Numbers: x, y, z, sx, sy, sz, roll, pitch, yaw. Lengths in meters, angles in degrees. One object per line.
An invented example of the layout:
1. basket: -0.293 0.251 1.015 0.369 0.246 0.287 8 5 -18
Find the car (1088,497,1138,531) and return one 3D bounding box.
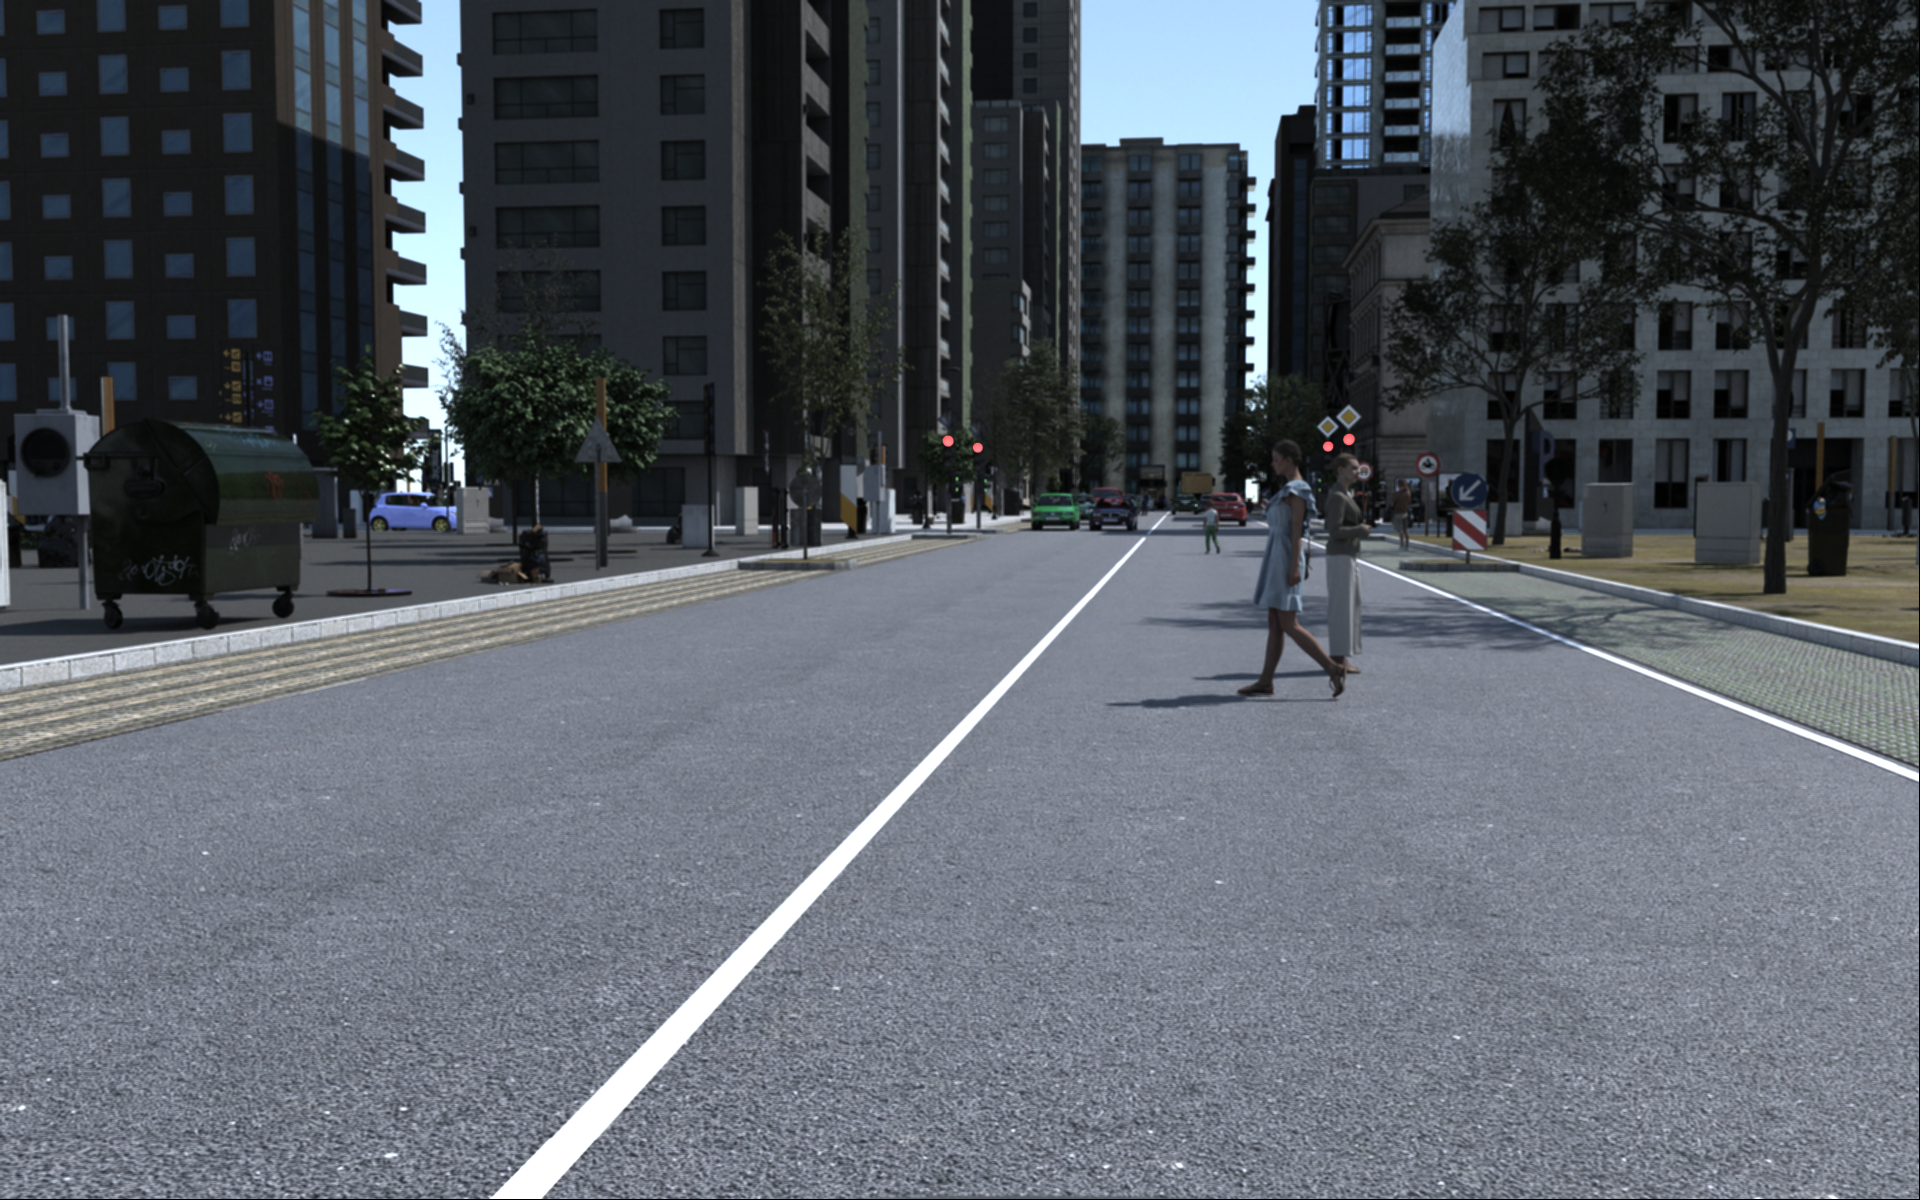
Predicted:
1. car: 6.111 -3.434 68.721 1.945 1.354 3.894 1 4 9

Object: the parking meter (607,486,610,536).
1. parking meter: -10.922 -2.732 53.077 0.372 1.533 0.369 0 3 0

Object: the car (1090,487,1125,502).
1. car: 8.063 -5.365 96.395 2.281 1.827 5.304 0 4 8

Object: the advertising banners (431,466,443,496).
1. advertising banners: -32.638 -6.814 107.591 2.074 3.025 0.090 3 5 43

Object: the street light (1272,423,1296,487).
1. street light: 21.330 -8.596 113.089 1.470 5.913 1.316 0 4 7

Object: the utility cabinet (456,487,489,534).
1. utility cabinet: -15.545 -2.851 55.286 0.318 1.500 1.173 2 4 27

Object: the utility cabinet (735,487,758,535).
1. utility cabinet: -6.633 -2.761 53.821 0.318 1.500 1.173 1 4 14

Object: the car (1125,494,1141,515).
1. car: 11.722 -6.735 121.913 2.131 1.459 4.920 0 4 8

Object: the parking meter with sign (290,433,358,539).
1. parking meter with sign: -18.326 -3.283 49.944 1.738 3.016 0.543 -1 4 -10

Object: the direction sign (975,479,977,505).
1. direction sign: 1.283 -8.937 138.114 0.379 3.537 0.876 0 4 6

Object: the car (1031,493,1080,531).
1. car: 3.855 -3.709 69.438 1.959 1.807 4.718 0 4 7

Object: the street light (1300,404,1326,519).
1. street light: 18.164 -7.121 88.963 1.470 5.913 1.316 0 4 7

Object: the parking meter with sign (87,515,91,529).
1. parking meter with sign: -23.529 -3.191 48.440 1.738 3.016 0.543 -3 5 -43

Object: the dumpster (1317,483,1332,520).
1. dumpster: 18.649 -4.978 87.145 1.264 1.857 1.865 0 4 7

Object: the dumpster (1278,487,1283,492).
1. dumpster: 23.546 -7.278 124.756 1.264 1.857 1.865 0 4 7

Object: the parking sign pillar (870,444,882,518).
1. parking sign pillar: -4.823 -6.485 94.506 1.447 3.967 1.447 1 4 17

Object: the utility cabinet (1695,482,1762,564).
1. utility cabinet: 14.109 -1.414 31.802 0.318 1.500 1.173 -2 4 -27

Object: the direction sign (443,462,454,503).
1. direction sign: -36.250 -8.004 122.855 0.876 3.537 0.379 1 4 23

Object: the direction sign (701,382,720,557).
1. direction sign: -5.144 -2.668 35.616 0.379 3.537 0.876 -1 4 -20

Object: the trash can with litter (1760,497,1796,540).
1. trash can with litter: 22.460 -2.311 48.849 2.233 1.210 1.678 1 4 18

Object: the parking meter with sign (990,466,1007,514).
1. parking meter with sign: 2.636 -6.939 109.712 0.543 3.016 1.738 2 4 35

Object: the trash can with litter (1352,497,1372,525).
1. trash can with litter: 16.530 -3.648 71.030 1.055 1.170 0.624 2 4 31

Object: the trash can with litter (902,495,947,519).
1. trash can with litter: -1.808 -4.838 90.151 2.233 1.210 1.678 1 4 11

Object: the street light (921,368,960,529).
1. street light: -0.705 -5.586 63.868 1.470 5.913 1.316 0 4 7

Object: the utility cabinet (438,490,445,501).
1. utility cabinet: -25.249 -4.625 84.290 0.318 1.500 1.173 -1 4 -17

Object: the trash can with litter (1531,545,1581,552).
1. trash can with litter: 13.789 -1.674 38.426 2.233 1.210 1.678 1 4 9

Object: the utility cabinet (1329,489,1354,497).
1. utility cabinet: 17.994 -4.469 81.745 1.173 1.500 0.318 3 5 41

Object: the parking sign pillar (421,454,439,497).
1. parking sign pillar: -35.053 -7.734 114.928 1.447 3.967 1.447 1 4 18

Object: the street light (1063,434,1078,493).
1. street light: 8.510 -9.849 133.565 1.470 5.913 1.316 0 4 7

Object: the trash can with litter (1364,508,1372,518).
1. trash can with litter: 21.445 -4.999 92.787 1.678 1.210 2.233 -3 5 -39

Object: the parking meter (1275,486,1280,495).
1. parking meter: 24.427 -7.805 133.321 0.399 1.863 0.255 -3 5 -40

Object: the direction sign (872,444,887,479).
1. direction sign: -3.773 -5.535 82.495 0.379 3.537 0.876 1 4 9

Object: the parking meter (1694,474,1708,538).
1. parking meter: 21.697 -2.753 50.723 0.255 1.863 0.399 3 5 43

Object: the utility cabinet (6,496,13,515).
1. utility cabinet: -32.284 -2.901 58.598 0.306 1.237 1.020 -3 4 -38

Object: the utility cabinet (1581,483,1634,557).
1. utility cabinet: 13.135 -1.620 35.168 0.318 1.500 1.173 -1 4 -20

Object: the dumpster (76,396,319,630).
1. dumpster: -7.517 -0.897 17.156 1.502 2.255 1.985 0 4 7

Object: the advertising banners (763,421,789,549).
1. advertising banners: -4.377 -2.744 41.056 0.090 3.025 2.074 -1 4 -21

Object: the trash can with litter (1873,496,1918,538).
1. trash can with litter: 27.976 -2.474 51.503 1.678 1.210 2.233 3 4 36

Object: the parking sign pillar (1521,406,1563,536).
1. parking sign pillar: 17.796 -3.958 53.183 1.447 3.967 1.447 3 5 42

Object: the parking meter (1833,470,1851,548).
1. parking meter: 21.137 -2.194 41.590 0.399 1.863 0.255 1 4 15

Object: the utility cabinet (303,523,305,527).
1. utility cabinet: -25.717 -3.435 67.323 0.306 1.237 1.020 -2 4 -29

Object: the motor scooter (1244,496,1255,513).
1. motor scooter: 21.396 -7.045 127.955 0.815 1.314 1.986 0 4 6

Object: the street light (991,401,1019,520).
1. street light: 2.271 -7.001 87.002 1.470 5.913 1.316 0 4 7

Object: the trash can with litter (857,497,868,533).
1. trash can with litter: -3.420 -2.775 56.752 0.624 1.170 1.055 -1 4 -22

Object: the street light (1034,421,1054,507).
1. street light: 5.287 -8.410 110.052 1.470 5.913 1.316 0 4 7

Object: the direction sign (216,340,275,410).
1. direction sign: -10.596 -2.071 25.855 0.379 3.537 0.876 2 4 33

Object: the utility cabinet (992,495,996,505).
1. utility cabinet: 2.427 -7.640 136.080 0.306 1.237 1.020 3 4 39

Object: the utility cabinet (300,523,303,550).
1. utility cabinet: -15.497 -1.862 39.127 1.173 1.500 0.318 -3 5 -43

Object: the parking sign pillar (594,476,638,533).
1. parking sign pillar: -11.395 -4.206 57.247 1.447 3.967 1.447 1 4 23

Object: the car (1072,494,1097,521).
1. car: 5.747 -4.354 82.994 2.131 1.459 4.920 0 4 7

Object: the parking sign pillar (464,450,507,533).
1. parking sign pillar: -15.837 -4.229 57.621 1.447 3.967 1.447 2 4 32

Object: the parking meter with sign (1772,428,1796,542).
1. parking meter with sign: 22.225 -3.082 46.659 0.543 3.016 1.738 2 4 29

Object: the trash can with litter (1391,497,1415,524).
1. trash can with litter: 18.715 -3.772 73.054 1.055 1.170 0.624 3 5 43

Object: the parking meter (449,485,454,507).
1. parking meter: -33.000 -6.534 112.541 0.255 1.863 0.399 0 4 1

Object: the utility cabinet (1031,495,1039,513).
1. utility cabinet: 4.955 -6.315 114.411 0.306 1.237 1.020 -1 4 -14

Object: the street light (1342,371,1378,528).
1. street light: 15.161 -5.698 65.697 1.470 5.913 1.316 0 4 7

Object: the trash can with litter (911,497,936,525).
1. trash can with litter: -1.526 -3.734 72.444 1.055 1.170 0.624 0 4 4
